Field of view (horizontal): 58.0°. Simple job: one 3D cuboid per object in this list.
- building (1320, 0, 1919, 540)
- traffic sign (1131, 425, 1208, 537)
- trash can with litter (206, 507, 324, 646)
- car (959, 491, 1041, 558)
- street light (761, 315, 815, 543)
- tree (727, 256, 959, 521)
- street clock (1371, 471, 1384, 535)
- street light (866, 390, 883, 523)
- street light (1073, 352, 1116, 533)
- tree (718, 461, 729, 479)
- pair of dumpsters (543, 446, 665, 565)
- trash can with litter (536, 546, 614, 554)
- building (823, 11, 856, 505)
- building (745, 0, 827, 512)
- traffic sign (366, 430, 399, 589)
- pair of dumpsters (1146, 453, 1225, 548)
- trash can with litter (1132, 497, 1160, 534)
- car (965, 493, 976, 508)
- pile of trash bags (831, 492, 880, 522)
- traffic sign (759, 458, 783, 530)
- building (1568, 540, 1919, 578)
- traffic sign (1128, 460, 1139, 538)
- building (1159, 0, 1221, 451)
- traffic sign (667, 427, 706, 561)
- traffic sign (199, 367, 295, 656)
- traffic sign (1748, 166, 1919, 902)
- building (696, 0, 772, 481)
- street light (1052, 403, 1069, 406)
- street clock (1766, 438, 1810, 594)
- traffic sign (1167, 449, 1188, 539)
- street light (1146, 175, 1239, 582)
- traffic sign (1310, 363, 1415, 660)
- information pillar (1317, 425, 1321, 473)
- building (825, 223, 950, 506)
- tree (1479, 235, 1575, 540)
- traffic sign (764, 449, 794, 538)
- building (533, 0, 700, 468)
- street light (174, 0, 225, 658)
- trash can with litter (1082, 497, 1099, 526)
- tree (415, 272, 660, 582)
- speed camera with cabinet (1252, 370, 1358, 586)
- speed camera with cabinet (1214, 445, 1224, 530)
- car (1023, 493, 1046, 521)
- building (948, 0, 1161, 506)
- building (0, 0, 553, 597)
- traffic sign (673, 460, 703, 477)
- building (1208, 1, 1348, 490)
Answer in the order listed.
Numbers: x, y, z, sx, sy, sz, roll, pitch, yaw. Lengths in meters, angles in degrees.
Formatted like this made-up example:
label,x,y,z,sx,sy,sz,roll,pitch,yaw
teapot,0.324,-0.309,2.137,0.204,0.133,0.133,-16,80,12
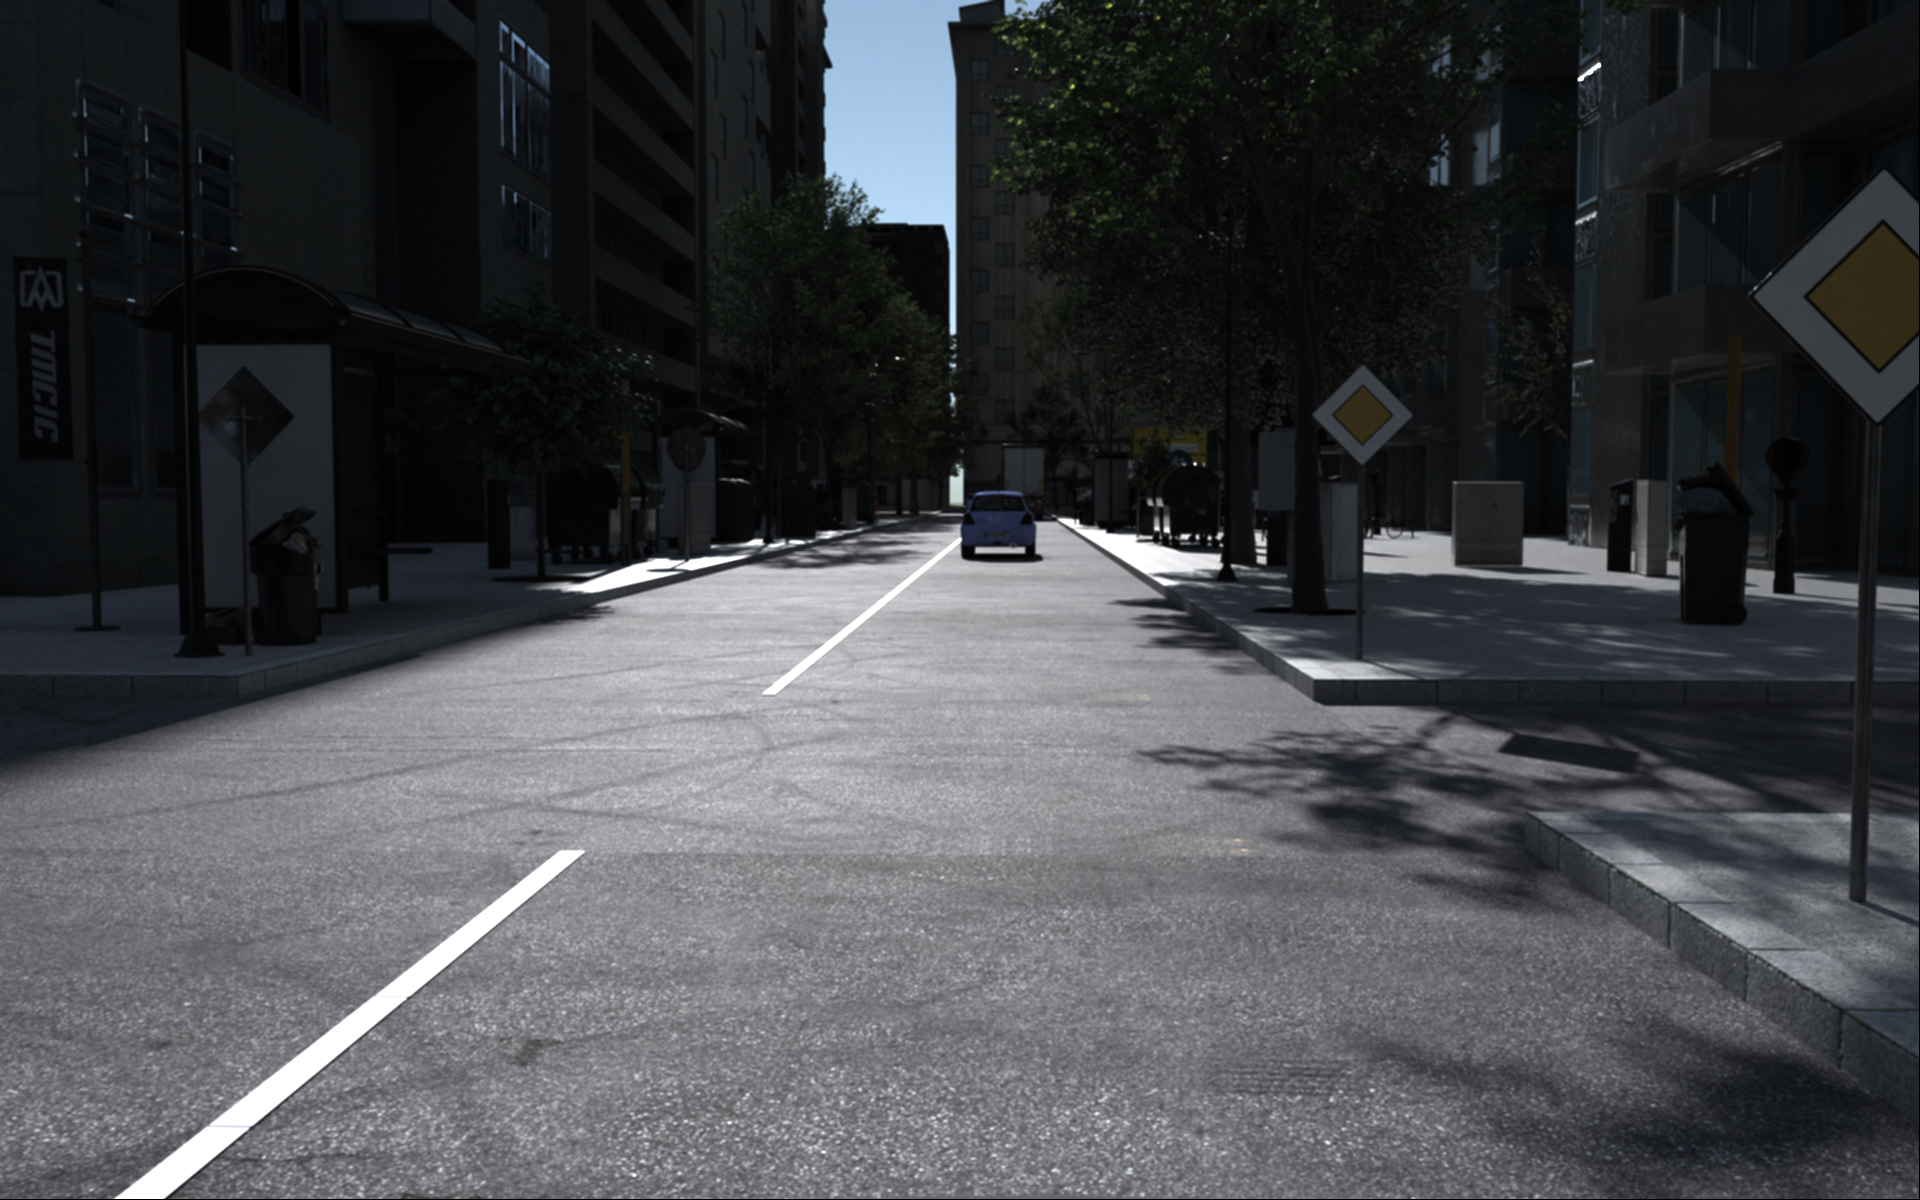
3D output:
label,x,y,z,sx,sy,sz,roll,pitch,yaw
building,26.706,-27.261,65.330,23.786,49.044,30.456,0,4,2
traffic sign,6.227,-3.524,51.490,2.265,3.308,0.079,1,4,9
trash can with litter,-5.989,-0.206,14.757,1.055,1.170,0.624,0,4,1
car,0.921,-1.878,40.298,1.945,1.707,3.694,0,4,3
street light,-4.475,-4.441,45.149,1.470,5.913,1.316,0,4,2
tree,-5.195,-8.055,66.113,8.767,10.594,7.601,1,4,11
street clock,13.178,-3.066,54.694,0.358,2.002,0.471,3,4,39
street light,-3.451,-6.348,76.336,1.470,5.913,1.316,0,4,2
street light,4.390,-5.138,56.555,1.470,5.913,1.316,0,4,2
tree,-12.451,-5.667,87.257,1.663,3.219,1.824,0,3,0
pair of dumpsters,-6.871,-1.894,33.453,1.574,2.255,4.437,0,4,2
trash can with litter,-8.745,-1.637,37.819,2.233,1.210,1.678,3,5,42
building,-24.272,-30.095,146.677,28.867,44.769,22.147,0,4,2
building,-17.327,-26.919,123.723,14.154,41.232,14.086,0,4,2
traffic sign,-7.998,-1.429,23.361,0.884,2.594,0.081,0,4,7
pair of dumpsters,5.568,-2.470,42.877,1.574,2.255,4.437,0,4,2
trash can with litter,6.219,-2.747,56.309,0.624,1.170,1.055,-3,5,-42
car,1.356,-7.883,138.481,1.945,1.707,3.694,0,4,0
pile of trash bags,-4.814,-4.355,80.963,1.912,1.369,3.447,-3,4,-36
traffic sign,-6.819,-3.825,62.549,0.884,2.594,0.081,0,4,7
building,27.578,-25.187,31.410,30.456,49.044,23.786,0,4,2
traffic sign,5.234,-2.983,50.901,0.606,2.300,0.079,1,4,10
building,25.761,-30.517,122.656,21.300,48.544,21.600,0,4,2
traffic sign,-5.219,-2.015,33.049,0.768,2.556,0.104,0,4,5
traffic sign,-5.646,-0.615,13.691,0.795,2.450,0.064,0,4,2
traffic sign,2.830,-0.108,5.404,0.795,2.450,0.064,0,4,2
building,-26.067,-31.388,102.435,28.713,52.752,27.495,0,4,2
street light,5.384,-7.090,88.460,1.470,5.913,1.316,0,4,2
street clock,10.649,-1.086,22.327,0.358,2.002,0.471,-3,4,-37
traffic sign,6.248,-3.019,49.466,0.768,2.556,0.104,1,4,11
street light,3.391,-3.231,25.368,1.470,5.913,1.316,0,4,2
traffic sign,3.093,-0.596,13.384,0.795,2.450,0.064,0,4,2
information pillar,8.438,-3.076,41.641,0.504,3.616,0.183,-1,4,-17
building,-8.240,-25.439,187.625,14.107,30.474,14.160,0,4,2
tree,16.904,-5.996,48.398,4.360,8.622,3.978,0,3,0
traffic sign,-5.263,-3.076,50.301,0.884,2.594,0.081,0,4,6
building,-23.222,-27.313,70.266,21.300,48.544,21.600,0,4,2
street light,-5.480,-2.505,13.504,1.470,5.913,1.316,0,4,2
trash can with litter,5.496,-3.618,70.535,1.055,1.170,0.624,2,4,25
tree,-6.335,-2.573,25.784,4.285,4.588,4.351,0,3,0
speed camera with cabinet,5.039,-1.863,24.796,0.660,3.252,2.038,3,5,42
speed camera with cabinet,9.144,-4.085,61.126,2.038,3.252,0.660,0,4,-7
car,3.620,-5.237,94.667,2.155,1.783,4.494,0,4,2
building,12.966,-36.973,193.749,27.495,52.752,28.713,0,4,2
building,-21.942,-44.167,34.810,22.319,86.520,31.000,0,4,2
traffic sign,-6.216,-2.406,39.441,0.768,2.556,0.104,1,4,10
building,26.518,-43.105,143.024,20.563,71.187,20.611,0,4,2
